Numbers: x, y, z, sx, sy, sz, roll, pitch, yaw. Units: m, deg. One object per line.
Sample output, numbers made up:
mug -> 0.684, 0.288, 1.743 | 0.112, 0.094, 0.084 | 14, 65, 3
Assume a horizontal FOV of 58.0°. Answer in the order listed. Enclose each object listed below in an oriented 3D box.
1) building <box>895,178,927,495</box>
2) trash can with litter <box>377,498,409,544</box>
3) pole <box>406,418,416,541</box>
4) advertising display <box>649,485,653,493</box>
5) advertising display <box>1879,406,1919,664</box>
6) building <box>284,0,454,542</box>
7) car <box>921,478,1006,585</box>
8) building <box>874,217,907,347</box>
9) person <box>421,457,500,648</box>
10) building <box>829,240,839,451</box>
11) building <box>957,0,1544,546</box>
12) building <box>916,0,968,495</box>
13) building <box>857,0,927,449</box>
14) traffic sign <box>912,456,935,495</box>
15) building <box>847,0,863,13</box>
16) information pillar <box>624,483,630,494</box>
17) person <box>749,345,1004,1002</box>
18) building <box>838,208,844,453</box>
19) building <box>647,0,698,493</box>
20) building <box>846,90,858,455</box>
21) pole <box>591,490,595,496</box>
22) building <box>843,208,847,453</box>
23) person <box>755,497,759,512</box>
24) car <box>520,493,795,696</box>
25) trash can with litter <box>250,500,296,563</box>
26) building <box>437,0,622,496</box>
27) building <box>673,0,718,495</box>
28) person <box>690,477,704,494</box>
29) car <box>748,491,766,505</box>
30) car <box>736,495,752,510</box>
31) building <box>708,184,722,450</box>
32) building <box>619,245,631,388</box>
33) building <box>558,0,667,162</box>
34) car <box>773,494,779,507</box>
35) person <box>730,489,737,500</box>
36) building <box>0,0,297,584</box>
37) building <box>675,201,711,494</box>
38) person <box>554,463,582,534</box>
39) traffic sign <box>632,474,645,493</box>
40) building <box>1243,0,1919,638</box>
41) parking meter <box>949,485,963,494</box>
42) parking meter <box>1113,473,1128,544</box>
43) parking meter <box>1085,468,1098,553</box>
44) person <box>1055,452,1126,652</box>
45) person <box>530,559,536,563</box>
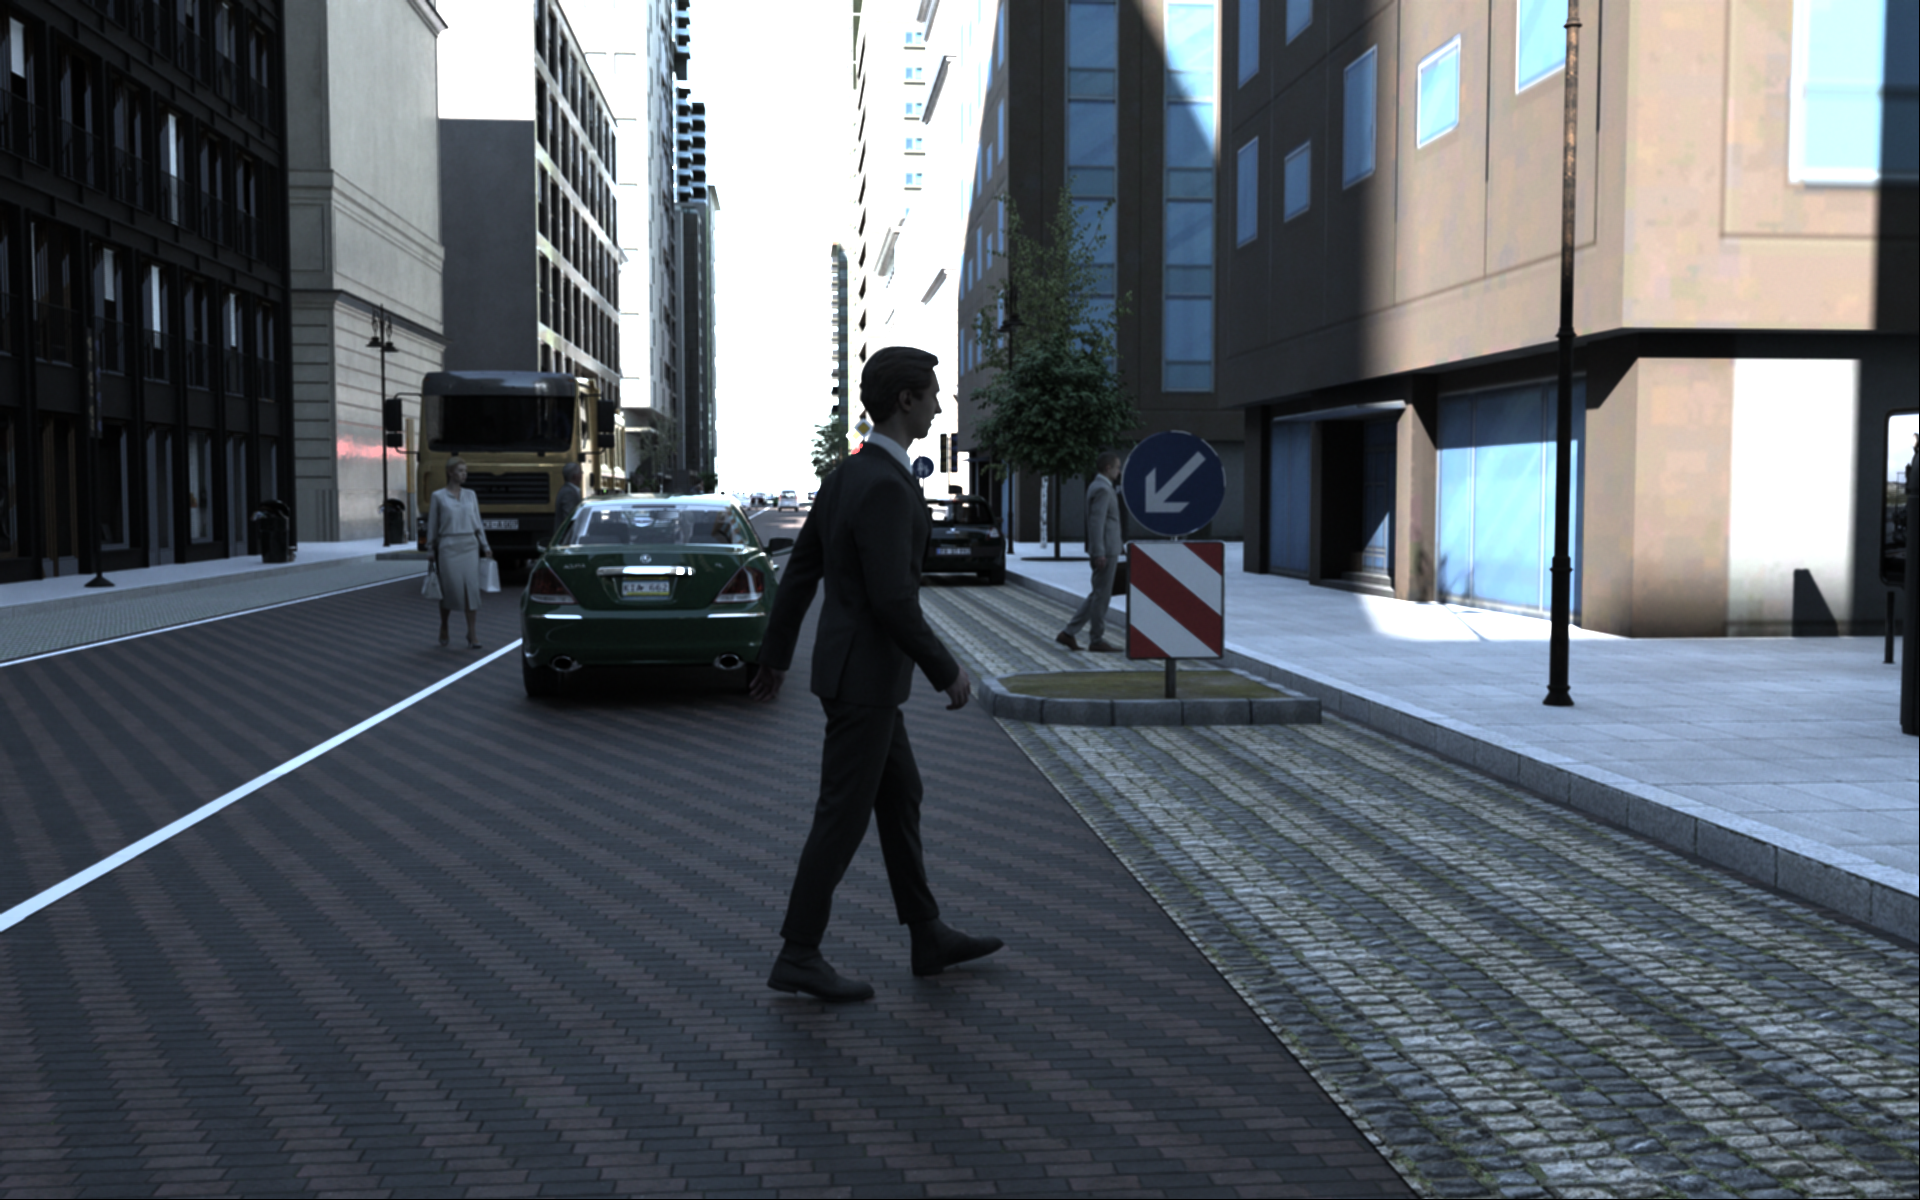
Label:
building -> 2.014, -14.908, 98.491 | 10.420, 20.320, 16.860 | 0, 4, -5
trash can with litter -> -14.574, -2.033, 44.624 | 0.624, 1.170, 1.055 | 0, 4, -5
pole -> -14.849, -3.241, 46.833 | 0.158, 3.312, 0.155 | 0, 3, 0
advertising display -> -20.919, -6.836, 116.974 | 0.123, 1.923, 0.974 | -2, 4, -24
advertising display -> 7.095, -0.455, 12.659 | 0.123, 1.923, 0.974 | 0, 4, -7
building -> -31.456, -13.346, 51.486 | 30.059, 22.955, 16.112 | 0, 4, -5
car -> -0.239, -1.143, 28.480 | 2.009, 1.686, 4.222 | 0, 4, -4
building -> -0.964, -16.883, 126.941 | 10.553, 20.767, 40.483 | 0, 4, -5
person -> -4.704, -0.455, 16.290 | 0.694, 1.780, 0.624 | -1, 4, -20
building -> -10.832, -38.982, 291.972 | 22.147, 44.769, 28.867 | 0, 4, -5
building -> 7.447, -24.561, 51.691 | 14.600, 45.320, 14.200 | 0, 4, -5
building -> 8.501, -17.954, 79.456 | 20.117, 28.700, 13.634 | 0, 4, -5
building -> 1.473, -32.905, 161.700 | 21.300, 48.544, 21.600 | 0, 4, -5
traffic sign -> -1.213, -3.503, 57.385 | 0.768, 2.556, 0.104 | 0, 4, 4
building -> -5.299, -47.252, 210.828 | 20.563, 71.187, 20.611 | 0, 4, -5
information pillar -> -21.512, -6.574, 111.974 | 0.304, 2.012, 0.304 | 1, 4, 14
person -> -0.197, 0.200, 5.000 | 0.755, 1.850, 0.659 | -1, 4, -17
building -> -10.594, -34.637, 249.902 | 14.154, 41.232, 14.086 | 0, 4, -5
building -> -38.291, -45.442, 181.227 | 20.563, 71.187, 20.611 | 0, 4, -5
building -> -4.190, -30.317, 179.273 | 14.154, 41.232, 14.086 | 0, 4, -5
pole -> -18.530, -5.723, 87.407 | 0.158, 3.312, 0.155 | 0, 3, 0
building -> -5.482, -31.205, 193.793 | 14.154, 41.232, 14.086 | 0, 4, -5
person -> -16.070, -7.575, 137.373 | 0.382, 1.210, 0.505 | -2, 4, -24
car -> -2.367, -0.124, 13.820 | 2.131, 1.459, 4.920 | 0, 4, -7
trash can with litter -> -12.846, -1.290, 32.477 | 0.624, 1.170, 1.055 | 0, 4, -8
building -> -28.453, -17.247, 86.510 | 19.350, 26.468, 34.151 | 0, 4, -5
building -> -47.141, -57.712, 256.255 | 22.319, 86.520, 31.000 | 0, 4, -5
person -> -6.327, -2.086, 42.418 | 0.447, 1.846, 0.655 | 1, 4, 14
car -> -25.773, -12.894, 219.496 | 2.281, 1.827, 5.304 | 0, 4, -6
car -> -19.990, -8.885, 157.631 | 2.083, 1.381, 4.827 | 0, 4, -7
building -> -54.033, -42.613, 285.954 | 28.713, 52.752, 27.495 | 0, 4, -5
building -> -28.529, -17.015, 114.346 | 11.583, 22.565, 21.152 | 0, 4, -5
building -> -40.872, -34.752, 157.426 | 28.713, 52.752, 27.495 | 0, 4, -5
car -> -20.053, -11.358, 194.497 | 1.959, 1.807, 4.718 | 0, 4, -4
person -> -16.675, -7.277, 127.698 | 0.478, 1.798, 0.641 | 2, 4, 30
building -> -20.264, -12.238, 29.762 | 12.332, 23.373, 15.834 | 0, 4, -5
building -> -41.459, -33.754, 235.473 | 14.154, 41.232, 14.086 | 0, 4, -5
person -> -4.236, -0.628, 19.162 | 0.834, 1.777, 0.661 | -2, 4, -28
traffic sign -> -19.993, -6.579, 107.667 | 0.768, 2.556, 0.104 | 0, 4, -5
building -> 11.853, -22.702, 21.293 | 14.600, 45.320, 14.200 | 0, 4, -5
parking meter -> -0.106, -2.308, 46.140 | 0.372, 1.533, 0.369 | 0, 3, 0
parking meter -> 4.145, -2.377, 44.568 | 0.399, 1.863, 0.255 | 1, 4, 23
parking meter -> 2.910, -1.976, 38.012 | 0.255, 1.863, 0.399 | 1, 4, 22
person -> 1.301, -0.429, 15.634 | 0.853, 1.813, 0.709 | 0, 4, -4
person -> -9.004, -1.642, 35.768 | 0.576, 1.772, 0.534 | 0, 4, -3
